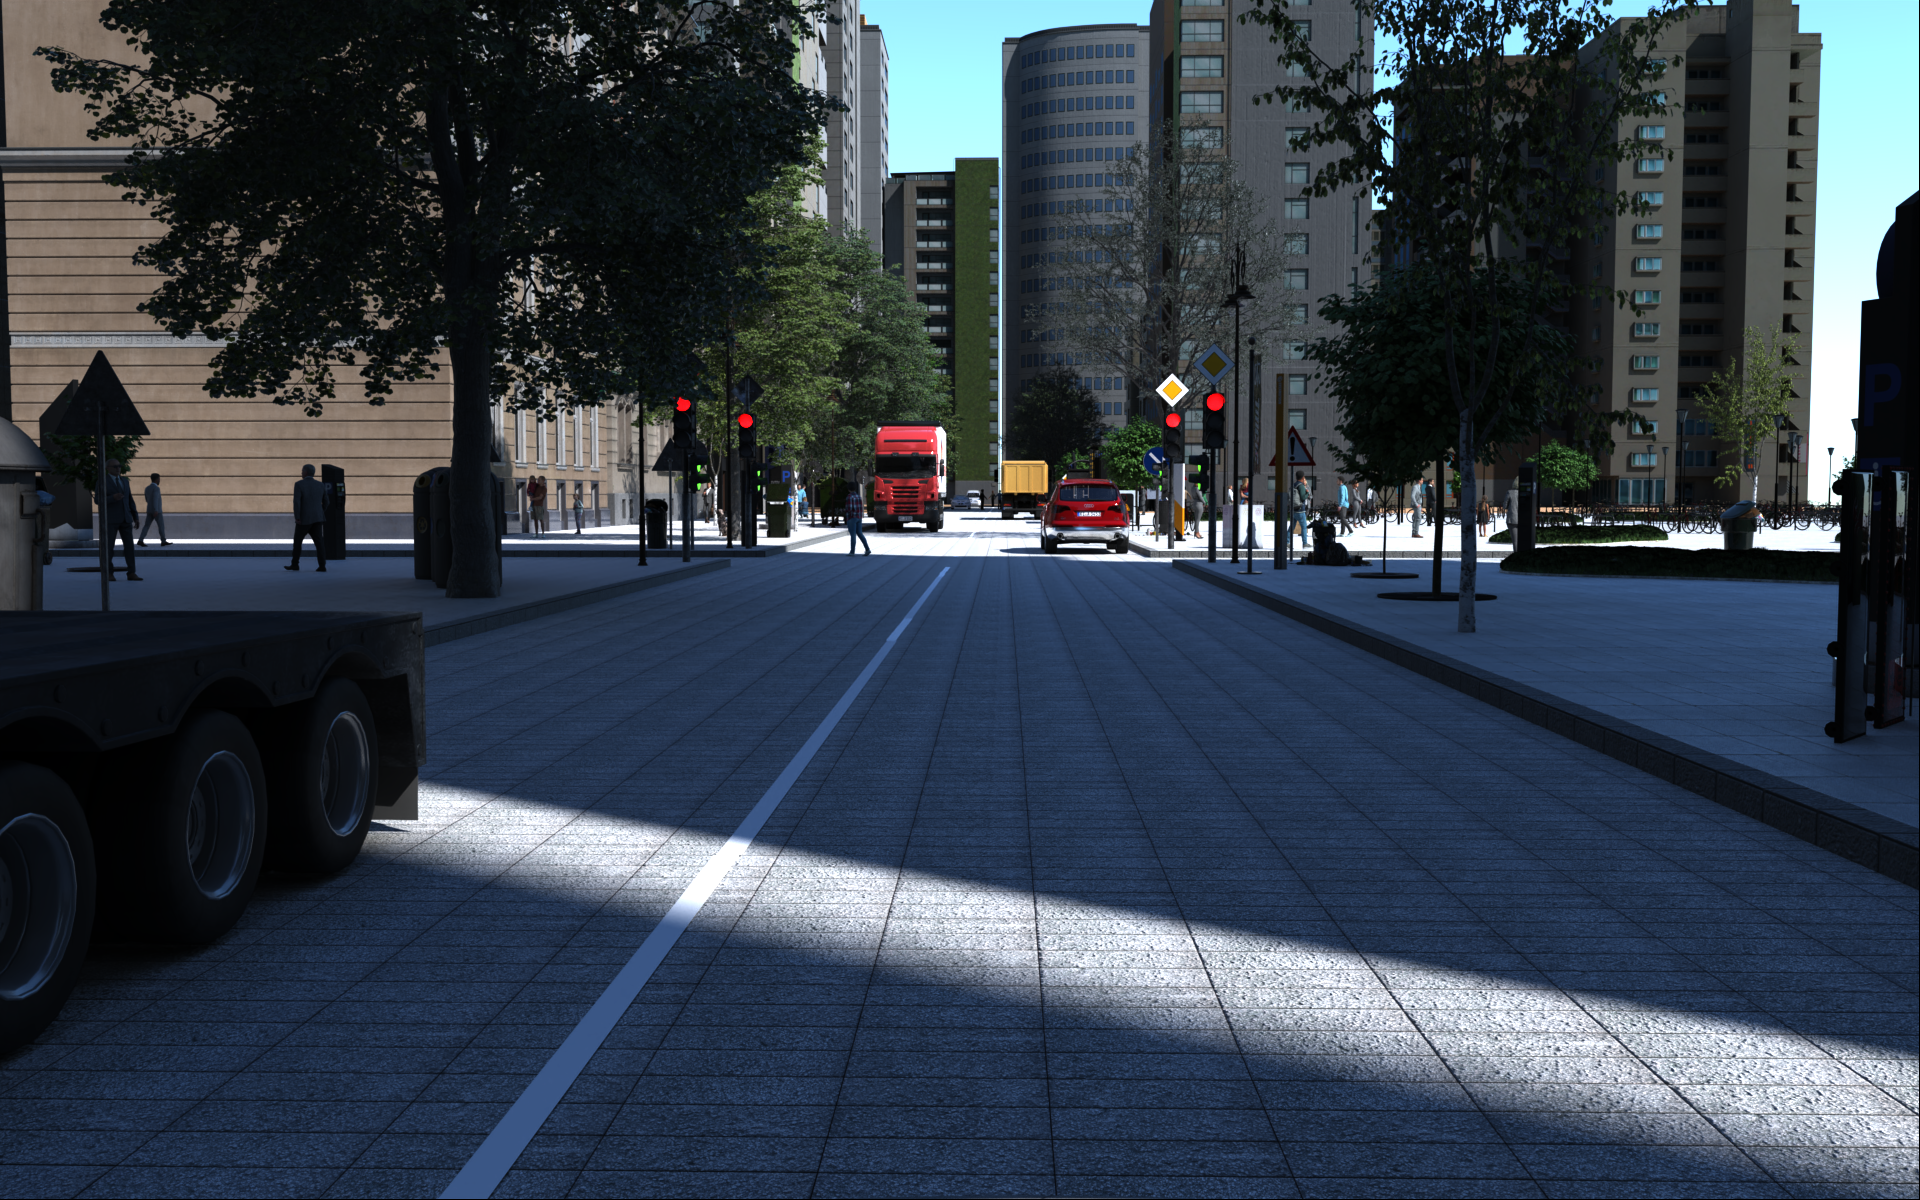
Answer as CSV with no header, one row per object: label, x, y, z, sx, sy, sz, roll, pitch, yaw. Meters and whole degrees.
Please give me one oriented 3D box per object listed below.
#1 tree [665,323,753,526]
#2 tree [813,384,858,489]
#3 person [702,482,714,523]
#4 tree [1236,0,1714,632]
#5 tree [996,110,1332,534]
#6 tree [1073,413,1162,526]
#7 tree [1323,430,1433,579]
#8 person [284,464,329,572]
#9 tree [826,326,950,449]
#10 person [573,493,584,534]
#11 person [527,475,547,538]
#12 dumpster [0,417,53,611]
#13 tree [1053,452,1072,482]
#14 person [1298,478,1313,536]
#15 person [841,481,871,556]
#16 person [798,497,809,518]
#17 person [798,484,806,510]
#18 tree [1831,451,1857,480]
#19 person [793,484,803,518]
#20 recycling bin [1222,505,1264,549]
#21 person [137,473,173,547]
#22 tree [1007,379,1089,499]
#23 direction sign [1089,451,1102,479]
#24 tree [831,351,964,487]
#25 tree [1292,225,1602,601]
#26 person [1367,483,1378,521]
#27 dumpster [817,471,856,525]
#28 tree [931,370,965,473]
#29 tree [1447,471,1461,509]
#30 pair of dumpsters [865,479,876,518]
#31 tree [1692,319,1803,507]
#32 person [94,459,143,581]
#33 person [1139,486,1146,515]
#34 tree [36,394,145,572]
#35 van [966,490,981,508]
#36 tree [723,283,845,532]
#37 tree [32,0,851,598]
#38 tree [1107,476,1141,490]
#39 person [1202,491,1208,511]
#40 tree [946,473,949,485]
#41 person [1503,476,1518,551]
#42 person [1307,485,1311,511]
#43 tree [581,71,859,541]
tree,-9.973,-7.329,70.188,4.737,8.622,4.395,0,3,0
tree,-8.052,-9.972,113.405,4.737,8.622,4.395,0,3,0
person,-11.041,-4.286,76.077,0.622,1.834,0.822,0,4,1
tree,4.635,-3.992,15.636,4.360,8.622,3.978,0,3,0
tree,6.711,-8.887,55.679,12.009,13.543,11.850,0,3,0
tree,7.239,-5.275,69.962,4.285,4.588,4.351,0,3,0
tree,6.411,-1.959,26.624,1.663,3.219,1.824,0,3,0
person,-10.850,-1.364,28.746,0.834,1.777,0.661,2,4,29
tree,-4.481,-10.895,103.888,9.928,11.665,9.643,0,3,0
person,-12.295,-2.774,55.670,0.425,1.301,0.394,1,4,20
person,-12.369,-2.728,50.626,0.580,1.828,0.573,-1,4,-18
dumpster,-6.601,-0.291,10.523,1.264,1.857,1.865,0,4,2
tree,8.290,-8.519,122.998,4.285,4.588,4.351,0,3,0
person,10.525,-2.849,52.801,0.537,1.800,0.526,-1,4,-15
person,-2.407,-1.866,39.854,0.643,1.720,0.563,2,4,33
person,-8.324,-4.866,91.107,1.012,1.151,0.738,-2,4,-31
person,-9.165,-5.800,100.733,0.748,1.841,0.638,1,4,21
tree,39.321,-4.984,76.089,1.663,3.219,1.824,0,3,0
person,-8.846,-5.428,94.809,0.620,1.820,0.660,3,5,43
recycling bin,6.697,-1.739,40.995,0.722,1.027,0.722,-2,4,-25
person,-19.716,-2.203,42.330,0.678,1.792,0.850,2,4,33
tree,9.982,-17.370,190.652,9.857,13.997,8.962,0,3,0
direction sign,7.189,-6.076,91.337,0.876,3.537,0.379,-2,4,-27
tree,-4.263,-12.721,125.000,9.611,12.733,9.660,0,3,0
tree,5.814,-2.298,21.287,4.285,4.588,4.351,0,3,0
person,19.947,-4.748,83.775,0.679,1.850,0.850,-2,4,-33
dumpster,-5.193,-4.296,72.727,1.502,2.255,1.985,0,4,1
tree,-3.463,-13.919,145.701,7.486,12.596,7.792,0,3,0
tree,29.054,-6.518,101.169,1.663,3.219,1.824,0,3,0
pair of dumpsters,-4.486,-5.753,96.561,1.574,2.255,4.437,0,4,2
tree,33.515,-7.512,73.188,4.737,8.622,4.395,0,3,0
person,-12.386,-1.182,25.543,0.590,1.801,0.661,2,4,30
person,11.053,-6.074,105.152,0.447,1.846,0.655,1,4,17
tree,-14.463,-2.089,28.764,1.663,3.219,1.824,0,3,0
van,1.411,-10.800,183.583,2.013,2.044,4.112,0,4,1
tree,-5.742,-6.635,58.847,4.360,8.622,3.978,0,3,0
tree,-5.981,-7.011,21.280,9.857,13.997,8.962,0,3,0
tree,7.427,-5.211,79.795,1.663,3.219,1.824,0,3,0
person,15.470,-6.344,110.007,0.529,1.795,0.600,1,4,14
tree,-2.722,-12.767,192.461,4.285,4.588,4.351,0,3,0
person,10.911,-1.552,34.055,0.537,1.800,0.526,0,4,-2
person,19.193,-5.476,95.975,0.834,1.777,0.661,0,4,-6
tree,-6.500,-7.918,47.581,7.486,12.596,7.792,0,3,0
